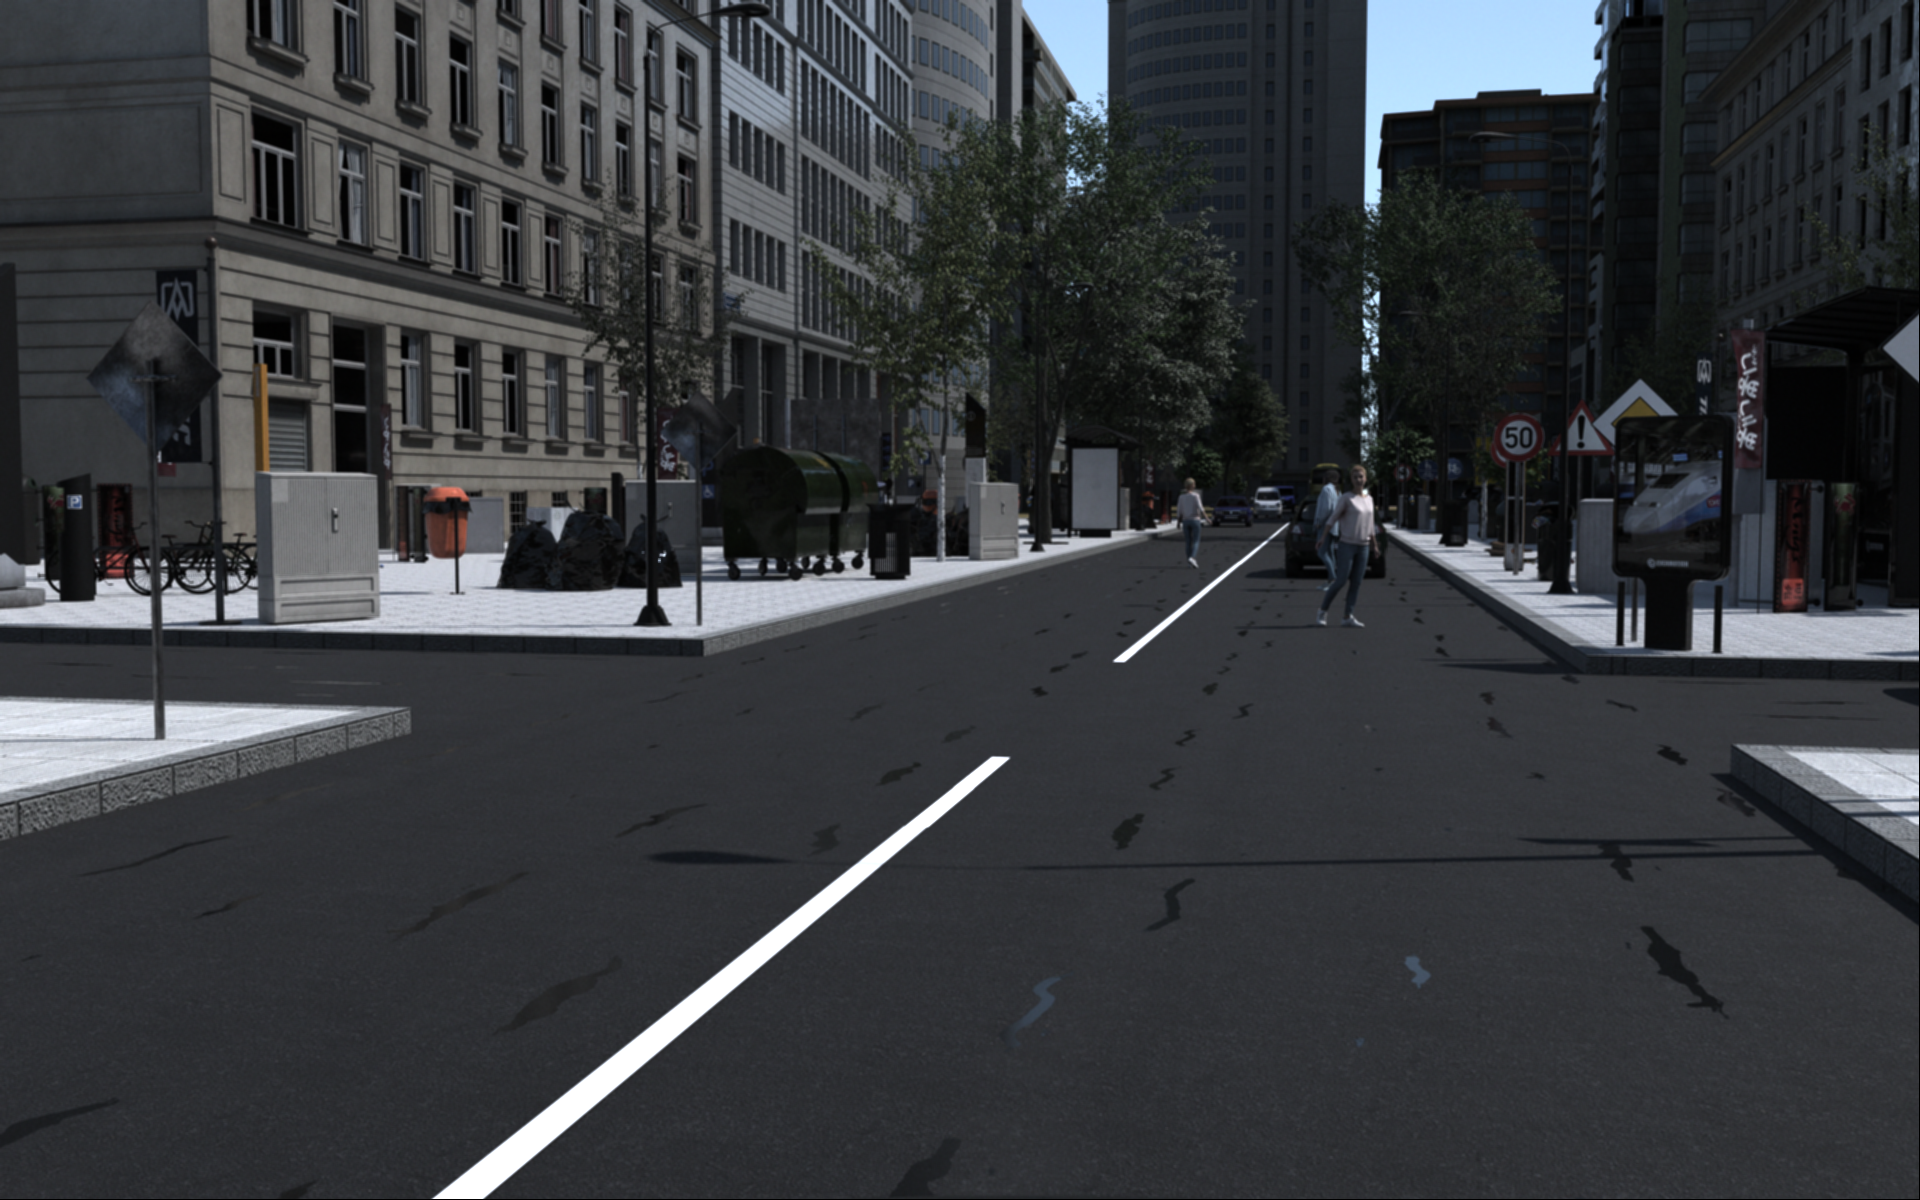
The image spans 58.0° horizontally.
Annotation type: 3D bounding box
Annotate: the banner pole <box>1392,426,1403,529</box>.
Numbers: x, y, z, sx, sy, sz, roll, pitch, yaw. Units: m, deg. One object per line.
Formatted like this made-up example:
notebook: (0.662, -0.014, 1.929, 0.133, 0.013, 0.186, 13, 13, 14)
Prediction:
banner pole: (16.083, -4.503, 63.642, 0.401, 3.779, 0.863, 1, 4, 20)

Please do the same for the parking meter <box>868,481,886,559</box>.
parking meter: (-1.655, -1.601, 34.583, 0.372, 1.533, 0.369, 0, 3, 0)

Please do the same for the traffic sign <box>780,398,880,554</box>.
traffic sign: (-2.802, -2.642, 37.069, 2.265, 3.308, 0.079, 1, 4, 16)

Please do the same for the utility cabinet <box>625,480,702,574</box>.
utility cabinet: (-4.675, -1.140, 27.321, 1.173, 1.500, 0.318, -1, 4, -11)

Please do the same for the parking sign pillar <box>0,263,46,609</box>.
parking sign pillar: (-11.256, -1.907, 19.654, 1.447, 3.967, 1.447, 0, 4, 5)

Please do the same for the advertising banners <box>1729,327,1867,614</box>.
advertising banners: (9.007, -1.374, 18.649, 2.074, 3.025, 0.090, -2, 4, -24)

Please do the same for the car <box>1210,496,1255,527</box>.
car: (12.064, -3.921, 76.694, 1.945, 1.354, 3.894, 1, 4, 11)

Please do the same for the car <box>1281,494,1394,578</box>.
car: (6.761, -1.302, 31.071, 2.009, 1.686, 4.222, 1, 4, 13)

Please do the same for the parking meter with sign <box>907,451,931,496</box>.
parking meter with sign: (-1.829, -4.498, 69.802, 0.543, 3.016, 1.738, 2, 4, 28)

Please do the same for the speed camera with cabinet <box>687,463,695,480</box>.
speed camera with cabinet: (-7.705, -3.474, 51.136, 0.660, 3.252, 2.038, -1, 4, -10)

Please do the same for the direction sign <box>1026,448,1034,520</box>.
direction sign: (3.447, -5.682, 84.903, 0.379, 3.537, 0.876, 2, 4, 28)

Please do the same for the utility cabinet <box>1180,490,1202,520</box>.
utility cabinet: (11.398, -4.692, 85.392, 1.173, 1.500, 0.318, -2, 4, -34)

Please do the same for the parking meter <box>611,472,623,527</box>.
parking meter: (-9.306, -2.530, 47.079, 0.255, 1.863, 0.399, 0, 4, 1)

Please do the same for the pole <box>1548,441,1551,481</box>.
pole: (22.439, -4.422, 66.136, 0.158, 3.312, 0.155, 0, 3, 0)

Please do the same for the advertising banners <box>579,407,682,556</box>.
advertising banners: (-6.610, -2.365, 34.848, 2.074, 3.025, 0.090, 0, 4, -1)

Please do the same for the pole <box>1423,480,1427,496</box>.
pole: (22.758, -5.564, 84.808, 0.158, 3.312, 0.155, 0, 3, 0)

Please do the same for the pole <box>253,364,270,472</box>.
pole: (-10.953, -2.040, 27.194, 0.158, 3.312, 0.155, 0, 3, 0)

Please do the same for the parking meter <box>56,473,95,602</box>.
parking meter: (-10.601, -0.755, 20.756, 0.372, 1.533, 0.369, 0, 3, 0)

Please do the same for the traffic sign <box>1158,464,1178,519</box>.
traffic sign: (8.965, -4.573, 74.774, 0.884, 2.594, 0.081, 1, 4, 17)

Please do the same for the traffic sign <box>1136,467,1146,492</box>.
traffic sign: (8.721, -5.012, 81.949, 0.884, 2.594, 0.081, 1, 4, 21)

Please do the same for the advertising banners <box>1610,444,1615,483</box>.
advertising banners: (17.032, -2.857, 42.896, 2.074, 3.025, 0.090, 0, 4, 5)

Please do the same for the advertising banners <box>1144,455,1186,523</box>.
advertising banners: (9.127, -4.913, 76.511, 2.074, 3.025, 0.090, 0, 4, 3)

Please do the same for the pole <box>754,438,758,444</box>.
pole: (-7.423, -4.238, 63.131, 0.158, 3.312, 0.155, 0, 3, 0)

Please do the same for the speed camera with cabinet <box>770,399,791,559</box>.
speed camera with cabinet: (-3.439, -2.503, 35.261, 0.660, 3.252, 2.038, 0, 4, 5)

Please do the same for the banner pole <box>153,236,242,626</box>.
banner pole: (-7.509, -1.650, 16.999, 0.863, 3.779, 0.401, 1, 4, 14)

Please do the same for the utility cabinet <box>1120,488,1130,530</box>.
utility cabinet: (5.815, -3.227, 61.443, 0.318, 1.500, 1.173, 1, 4, 12)

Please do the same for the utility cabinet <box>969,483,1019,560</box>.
utility cabinet: (0.672, -1.533, 33.747, 0.318, 1.500, 1.173, 3, 5, 41)

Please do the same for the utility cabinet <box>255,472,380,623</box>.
utility cabinet: (-6.431, -0.533, 17.391, 0.318, 1.500, 1.173, 3, 4, 38)

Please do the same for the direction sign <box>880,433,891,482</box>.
direction sign: (-2.965, -4.414, 64.173, 0.876, 3.537, 0.379, 1, 4, 20)

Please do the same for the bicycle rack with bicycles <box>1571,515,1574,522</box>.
bicycle rack with bicycles: (25.076, -3.834, 76.062, 2.852, 0.926, 2.925, -1, 4, -19)

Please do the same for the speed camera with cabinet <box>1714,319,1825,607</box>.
speed camera with cabinet: (9.351, -1.585, 20.258, 2.038, 3.252, 0.660, -3, 4, -37)

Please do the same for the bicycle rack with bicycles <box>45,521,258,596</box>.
bicycle rack with bicycles: (-9.923, -0.569, 22.678, 2.925, 0.926, 2.852, 0, 4, 7)

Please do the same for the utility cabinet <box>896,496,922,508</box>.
utility cabinet: (-1.261, -2.302, 48.795, 1.020, 1.237, 0.306, 1, 4, 13)

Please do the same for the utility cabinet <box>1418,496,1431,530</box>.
utility cabinet: (16.638, -3.112, 62.041, 0.306, 1.237, 1.020, 2, 4, 24)

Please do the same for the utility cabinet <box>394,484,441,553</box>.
utility cabinet: (-11.788, -1.771, 37.631, 1.173, 1.500, 0.318, 2, 4, 32)

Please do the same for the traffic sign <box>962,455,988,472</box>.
traffic sign: (0.421, -3.070, 50.296, 0.768, 2.556, 0.104, 1, 4, 18)

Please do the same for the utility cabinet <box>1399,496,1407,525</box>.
utility cabinet: (18.508, -3.721, 72.001, 0.306, 1.237, 1.020, 2, 4, 32)

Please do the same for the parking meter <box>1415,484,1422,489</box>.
parking meter: (21.996, -4.742, 83.235, 0.255, 1.863, 0.399, -1, 4, -11)

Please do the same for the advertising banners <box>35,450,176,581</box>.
advertising banners: (-12.788, -1.831, 26.121, 2.074, 3.025, 0.090, -3, 4, -38)

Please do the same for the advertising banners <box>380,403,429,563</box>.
advertising banners: (-10.613, -2.252, 33.005, 0.090, 3.025, 2.074, -3, 5, -40)

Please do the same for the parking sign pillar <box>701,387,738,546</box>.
parking sign pillar: (-6.007, -3.350, 43.250, 1.447, 3.967, 1.447, 1, 4, 18)

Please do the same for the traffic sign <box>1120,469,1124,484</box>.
traffic sign: (7.985, -5.304, 86.833, 0.768, 2.556, 0.104, 1, 4, 16)

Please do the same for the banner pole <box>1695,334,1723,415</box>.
banner pole: (11.666, -2.263, 27.018, 0.863, 3.779, 0.401, -3, 4, -36)

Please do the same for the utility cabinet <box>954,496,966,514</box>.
utility cabinet: (0.315, -3.296, 65.043, 1.020, 1.237, 0.306, -2, 4, -25)

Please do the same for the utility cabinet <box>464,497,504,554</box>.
utility cabinet: (-10.366, -1.602, 37.348, 1.020, 1.237, 0.306, -1, 4, -16)

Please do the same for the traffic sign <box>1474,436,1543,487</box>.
traffic sign: (19.011, -4.049, 60.071, 2.265, 3.308, 0.079, 1, 4, 18)

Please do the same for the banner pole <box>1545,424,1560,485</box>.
banner pole: (21.091, -4.382, 61.661, 0.863, 3.779, 0.401, -1, 4, -14)

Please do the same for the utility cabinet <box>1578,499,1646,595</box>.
utility cabinet: (8.471, -0.673, 22.163, 1.020, 1.237, 0.306, 2, 4, 33)
